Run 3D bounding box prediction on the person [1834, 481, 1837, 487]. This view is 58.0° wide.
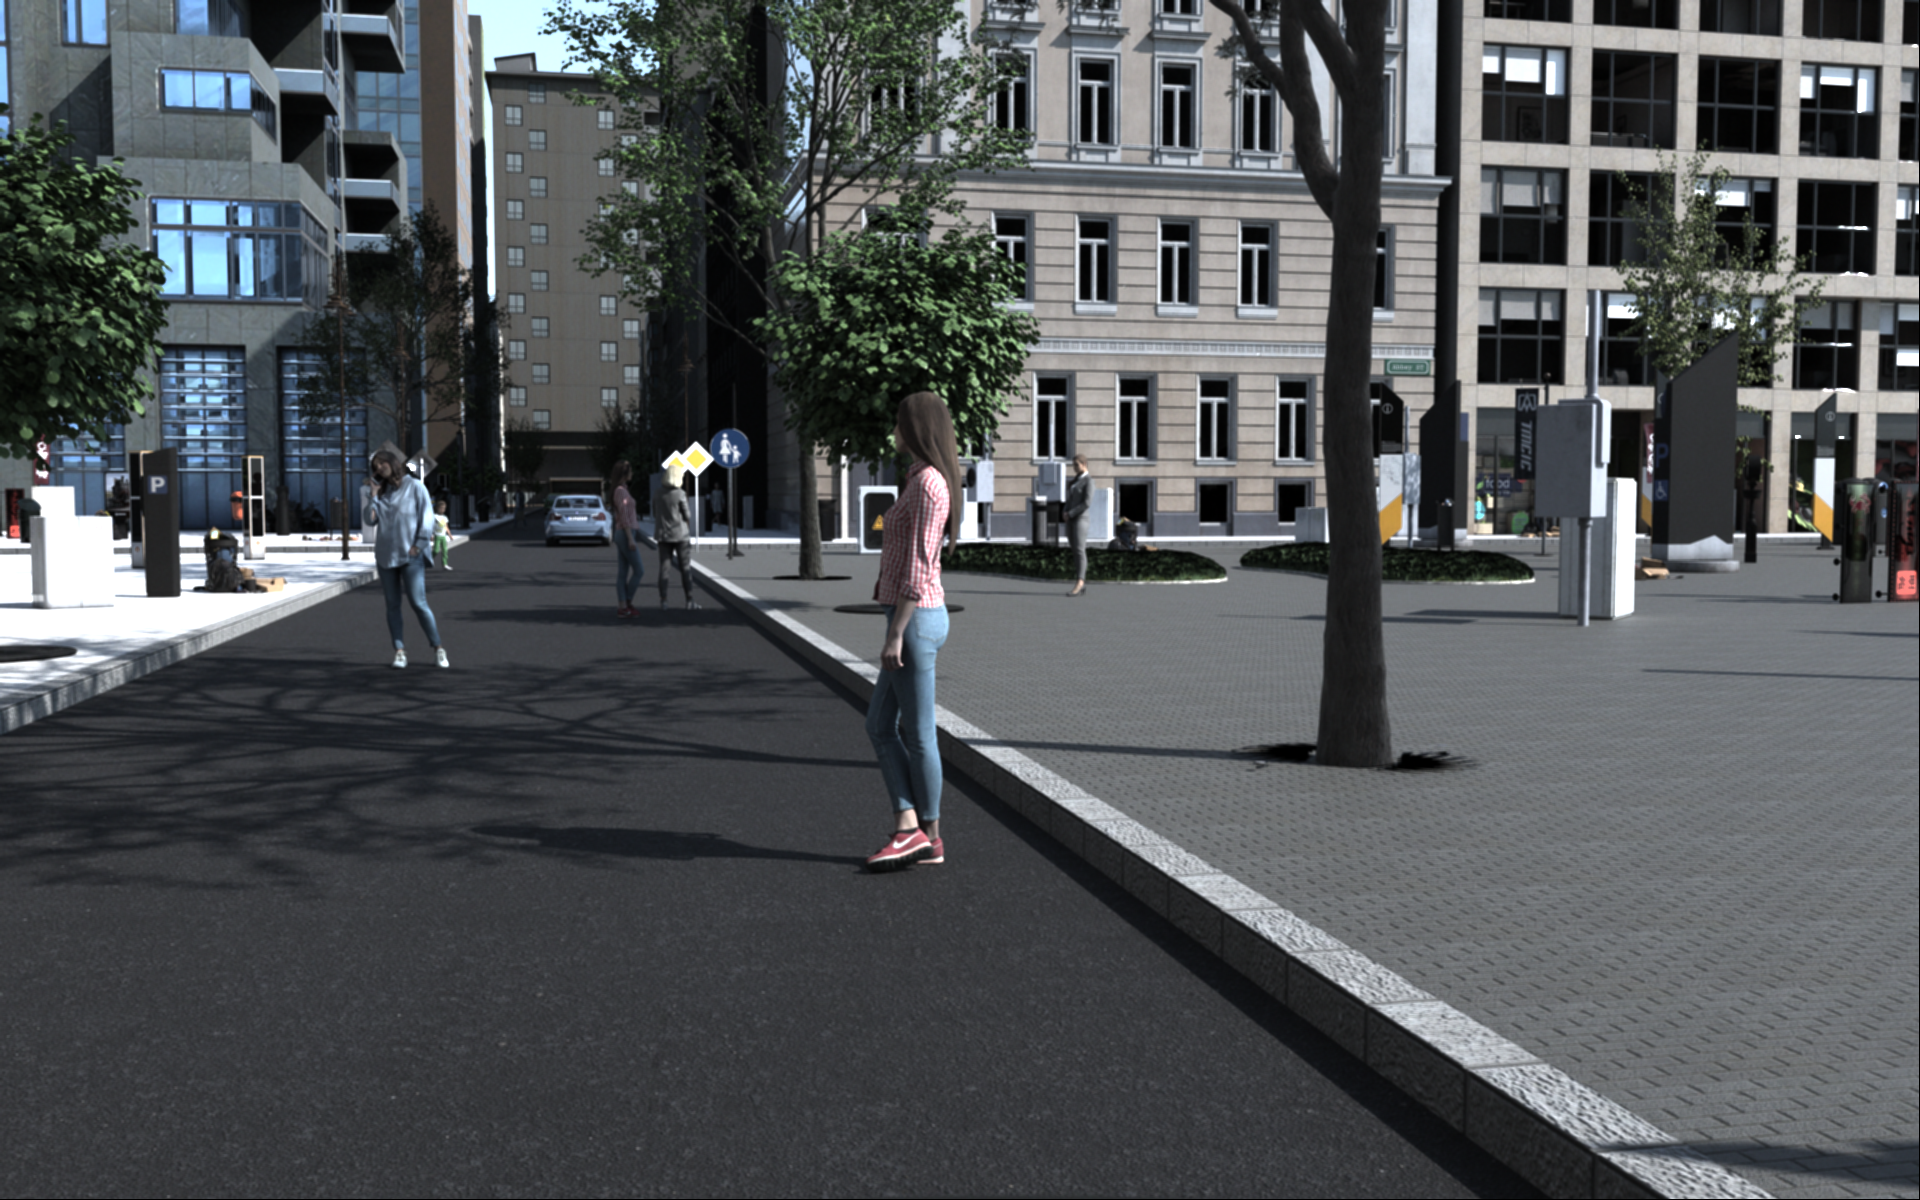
[{"bbox_3d":[23.727,-2.331,46.958,0.601,1.785,0.444,0,4,5],"label":"person"}]

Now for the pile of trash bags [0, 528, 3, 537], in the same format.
[{"bbox_3d":[-30.195,-2.537,51.228,3.447,1.369,1.912,0,4,-5],"label":"pile of trash bags"}]

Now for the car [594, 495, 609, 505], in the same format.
[{"bbox_3d":[-17.916,-4.363,83.332,2.014,1.417,4.499,-1,4,-12],"label":"car"}]

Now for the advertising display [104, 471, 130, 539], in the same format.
[{"bbox_3d":[-23.818,-2.688,49.157,0.974,1.923,0.123,1,4,14],"label":"advertising display"}]

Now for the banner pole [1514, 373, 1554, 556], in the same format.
[{"bbox_3d":[11.926,-2.812,35.992,0.863,3.779,0.401,2,4,27],"label":"banner pole"}]

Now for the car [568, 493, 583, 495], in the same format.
[{"bbox_3d":[-34.620,-8.984,155.924,2.155,1.783,4.494,-1,4,-13],"label":"car"}]

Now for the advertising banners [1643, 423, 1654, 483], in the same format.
[{"bbox_3d":[17.749,-2.834,42.523,2.074,3.025,0.090,0,4,-3],"label":"advertising banners"}]

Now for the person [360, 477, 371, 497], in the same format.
[{"bbox_3d":[-19.553,-3.127,57.044,0.514,1.842,0.818,0,4,8],"label":"person"}]

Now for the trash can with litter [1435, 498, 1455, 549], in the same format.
[{"bbox_3d":[8.881,-1.279,31.973,1.678,1.210,2.233,-1,4,-12],"label":"trash can with litter"}]

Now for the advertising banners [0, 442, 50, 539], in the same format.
[{"bbox_3d":[-27.023,-3.257,49.445,2.074,3.025,0.090,-2,4,-24],"label":"advertising banners"}]

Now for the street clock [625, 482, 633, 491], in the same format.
[{"bbox_3d":[-19.600,-5.997,102.615,0.471,2.002,0.358,-3,5,-41],"label":"street clock"}]

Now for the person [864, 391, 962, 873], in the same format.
[{"bbox_3d":[-0.184,0.112,6.675,0.388,1.821,0.555,0,4,-5],"label":"person"}]

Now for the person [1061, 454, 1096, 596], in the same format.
[{"bbox_3d":[1.443,-0.960,22.006,0.573,1.790,0.520,-3,5,-42],"label":"person"}]

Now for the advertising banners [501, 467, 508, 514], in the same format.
[{"bbox_3d":[-29.615,-7.114,112.503,0.090,3.025,2.074,-1,4,-23],"label":"advertising banners"}]

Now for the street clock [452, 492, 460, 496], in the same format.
[{"bbox_3d":[-22.124,-4.372,76.057,0.471,2.002,0.358,-1,4,-19],"label":"street clock"}]

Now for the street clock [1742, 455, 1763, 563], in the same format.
[{"bbox_3d":[14.799,-1.700,32.370,0.358,2.002,0.471,1,4,18],"label":"street clock"}]

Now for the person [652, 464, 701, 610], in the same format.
[{"bbox_3d":[-3.565,-0.787,21.555,0.537,1.800,0.526,2,4,30],"label":"person"}]

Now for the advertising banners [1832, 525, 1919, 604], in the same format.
[{"bbox_3d":[11.208,-1.488,20.521,2.074,3.025,0.090,-1,4,-20],"label":"advertising banners"}]

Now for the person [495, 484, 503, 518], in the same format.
[{"bbox_3d":[-24.929,-5.345,93.535,0.391,1.810,0.635,-1,4,-21],"label":"person"}]

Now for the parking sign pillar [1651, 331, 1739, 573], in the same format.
[{"bbox_3d":[12.181,-2.461,28.718,1.447,3.967,1.447,-1,4,-17],"label":"parking sign pillar"}]

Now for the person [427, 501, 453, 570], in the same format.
[{"bbox_3d":[-9.878,-1.224,32.765,0.590,1.304,0.306,1,4,19],"label":"person"}]

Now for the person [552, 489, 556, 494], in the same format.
[{"bbox_3d":[-31.762,-7.740,135.185,0.705,1.807,1.348,-3,5,-44],"label":"person"}]

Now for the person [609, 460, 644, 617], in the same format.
[{"bbox_3d":[-3.869,-0.710,20.120,0.388,1.821,0.555,-2,4,-28],"label":"person"}]

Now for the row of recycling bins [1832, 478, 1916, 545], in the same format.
[{"bbox_3d":[23.512,-2.269,44.215,3.534,1.692,1.069,-2,4,-31],"label":"row of recycling bins"}]

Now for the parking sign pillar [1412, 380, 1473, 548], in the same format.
[{"bbox_3d":[11.622,-3.252,41.646,1.447,3.967,1.447,-2,4,-25],"label":"parking sign pillar"}]

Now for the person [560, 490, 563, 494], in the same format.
[{"bbox_3d":[-44.286,-11.259,192.222,0.705,1.869,1.348,-1,4,-9],"label":"person"}]

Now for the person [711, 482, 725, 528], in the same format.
[{"bbox_3d":[-9.125,-3.552,64.872,0.760,1.731,0.466,2,4,32],"label":"person"}]

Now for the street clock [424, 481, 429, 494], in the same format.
[{"bbox_3d":[-30.573,-5.784,99.145,0.358,2.002,0.471,1,4,10],"label":"street clock"}]

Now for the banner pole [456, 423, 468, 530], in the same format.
[{"bbox_3d":[-17.630,-4.345,61.054,0.401,3.779,0.863,0,4,-5],"label":"banner pole"}]

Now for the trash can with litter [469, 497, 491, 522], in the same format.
[{"bbox_3d":[-21.809,-4.100,78.429,1.055,1.170,0.624,-2,4,-25],"label":"trash can with litter"}]

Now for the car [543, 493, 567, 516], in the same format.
[{"bbox_3d":[-26.976,-6.567,116.167,1.959,1.807,4.718,-1,4,-14],"label":"car"}]

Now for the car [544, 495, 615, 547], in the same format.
[{"bbox_3d":[-10.682,-2.241,48.642,2.014,1.417,4.499,-1,4,-10],"label":"car"}]

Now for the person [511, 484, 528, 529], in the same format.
[{"bbox_3d":[-18.051,-3.826,71.034,0.713,1.824,0.794,-3,5,-44],"label":"person"}]

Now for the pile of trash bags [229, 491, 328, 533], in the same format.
[{"bbox_3d":[-22.436,-2.861,56.536,1.912,1.369,3.447,1,4,21],"label":"pile of trash bags"}]

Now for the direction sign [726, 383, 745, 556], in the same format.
[{"bbox_3d":[-4.655,-2.678,35.778,0.379,3.537,0.876,-1,4,-9],"label":"direction sign"}]

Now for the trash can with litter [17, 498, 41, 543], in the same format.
[{"bbox_3d":[-24.231,-2.078,45.356,1.055,1.170,0.624,3,5,41],"label":"trash can with litter"}]

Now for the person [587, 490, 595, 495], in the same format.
[{"bbox_3d":[-27.749,-7.403,130.340,0.742,1.727,0.445,1,4,11],"label":"person"}]

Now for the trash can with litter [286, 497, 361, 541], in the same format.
[{"bbox_3d":[-17.420,-2.243,47.737,2.233,1.210,1.678,0,4,8],"label":"trash can with litter"}]

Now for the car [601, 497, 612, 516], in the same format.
[{"bbox_3d":[-12.632,-2.800,58.137,2.083,1.381,4.827,-1,4,-12],"label":"car"}]

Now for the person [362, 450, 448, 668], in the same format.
[{"bbox_3d":[-4.584,-0.341,14.341,0.793,1.790,0.793,-1,4,-20],"label":"person"}]
